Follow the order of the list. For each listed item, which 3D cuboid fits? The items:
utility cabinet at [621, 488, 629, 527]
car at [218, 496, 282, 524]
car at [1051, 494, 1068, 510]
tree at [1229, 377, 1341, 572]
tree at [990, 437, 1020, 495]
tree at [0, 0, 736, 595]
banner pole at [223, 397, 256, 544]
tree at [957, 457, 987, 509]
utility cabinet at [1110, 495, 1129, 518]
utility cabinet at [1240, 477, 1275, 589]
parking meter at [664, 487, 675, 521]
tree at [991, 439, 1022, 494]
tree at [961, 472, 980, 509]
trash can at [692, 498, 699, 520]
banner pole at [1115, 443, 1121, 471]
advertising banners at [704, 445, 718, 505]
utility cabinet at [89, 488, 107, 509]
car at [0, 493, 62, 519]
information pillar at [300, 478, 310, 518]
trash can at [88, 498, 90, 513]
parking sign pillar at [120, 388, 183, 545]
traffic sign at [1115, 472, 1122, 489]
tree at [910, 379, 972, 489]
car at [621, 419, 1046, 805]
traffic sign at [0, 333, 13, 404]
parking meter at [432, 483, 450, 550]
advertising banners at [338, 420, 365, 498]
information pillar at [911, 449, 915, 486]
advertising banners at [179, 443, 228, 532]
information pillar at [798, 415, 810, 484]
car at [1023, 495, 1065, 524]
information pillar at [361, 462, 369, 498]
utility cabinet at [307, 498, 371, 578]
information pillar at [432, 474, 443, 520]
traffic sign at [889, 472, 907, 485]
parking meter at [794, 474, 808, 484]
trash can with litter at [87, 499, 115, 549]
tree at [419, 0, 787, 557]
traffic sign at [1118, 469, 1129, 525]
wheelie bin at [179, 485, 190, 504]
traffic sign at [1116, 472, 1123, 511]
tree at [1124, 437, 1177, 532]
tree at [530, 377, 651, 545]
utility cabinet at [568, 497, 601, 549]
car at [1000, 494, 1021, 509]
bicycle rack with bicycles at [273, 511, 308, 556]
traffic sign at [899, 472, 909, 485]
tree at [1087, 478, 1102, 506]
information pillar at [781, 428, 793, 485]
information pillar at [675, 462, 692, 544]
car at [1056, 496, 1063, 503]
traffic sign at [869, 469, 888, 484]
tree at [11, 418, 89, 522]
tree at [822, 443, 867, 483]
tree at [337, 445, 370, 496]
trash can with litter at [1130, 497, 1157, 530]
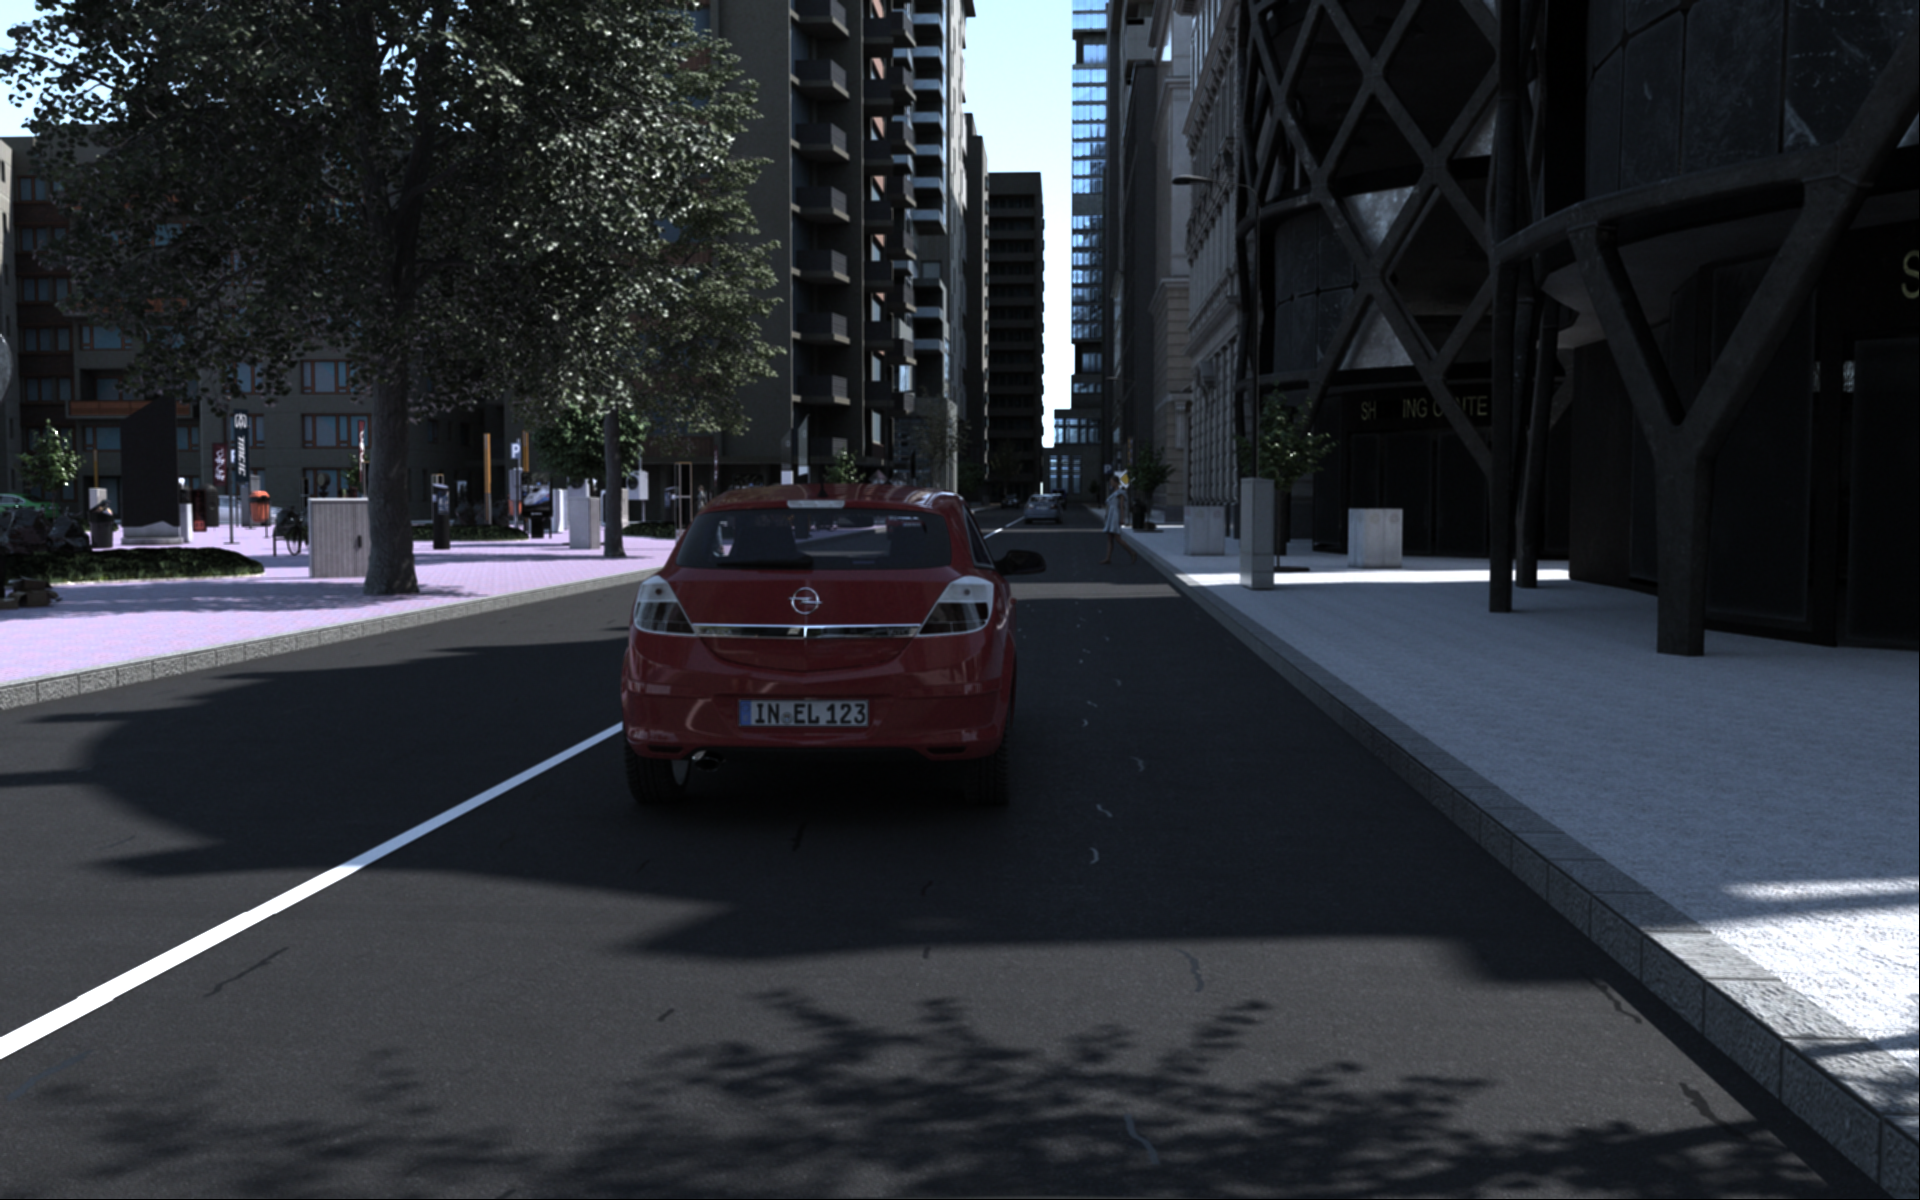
[{"bbox_3d":[-12.378,-3.319,62.943,0.318,1.500,1.173,1,4,9],"label":"utility cabinet"},{"bbox_3d":[-31.280,-3.821,74.836,4.827,1.381,2.083,0,4,4],"label":"car"},{"bbox_3d":[8.946,-9.188,160.010,2.009,1.686,4.222,0,4,3],"label":"car"},{"bbox_3d":[5.235,-2.104,29.000,1.663,3.219,1.824,0,3,0],"label":"tree"},{"bbox_3d":[5.674,-16.513,220.346,4.737,8.622,4.395,0,3,0],"label":"tree"},{"bbox_3d":[-7.303,-7.062,22.123,9.857,13.997,8.962,0,3,0],"label":"tree"},{"bbox_3d":[-18.688,-3.349,44.780,0.401,3.779,0.863,2,4,26],"label":"banner pole"},{"bbox_3d":[0.706,-10.263,151.506,4.285,4.588,4.351,0,3,0],"label":"tree"},{"bbox_3d":[8.631,-5.034,93.475,1.020,1.237,0.306,-1,4,-16],"label":"utility cabinet"},{"bbox_3d":[4.062,-0.914,23.626,0.318,1.500,1.173,0,4,2],"label":"utility cabinet"},{"bbox_3d":[-9.850,-3.086,58.865,0.372,1.533,0.369,0,3,0],"label":"parking meter"},{"bbox_3d":[6.204,-16.914,226.903,4.360,8.622,3.978,0,3,0],"label":"tree"},{"bbox_3d":[1.000,-9.413,148.496,1.663,3.219,1.824,0,3,0],"label":"tree"},{"bbox_3d":[-10.532,-3.425,67.656,0.748,1.137,0.748,0,3,0],"label":"trash can"},{"bbox_3d":[7.697,-5.783,84.571,0.401,3.779,0.863,-1,4,-20],"label":"banner pole"},{"bbox_3d":[-8.930,-4.034,62.138,0.090,3.025,2.074,-1,4,-21],"label":"advertising banners"},{"bbox_3d":[-32.524,-3.469,65.404,0.318,1.500,1.173,-1,4,-11],"label":"utility cabinet"},{"bbox_3d":[-42.755,-4.199,77.448,4.718,1.807,1.959,0,4,3],"label":"car"},{"bbox_3d":[-30.228,-4.616,79.958,0.304,2.012,0.304,-3,5,-41],"label":"information pillar"},{"bbox_3d":[-34.884,-3.571,70.032,0.748,1.137,0.748,0,3,0],"label":"trash can"},{"bbox_3d":[-20.493,-3.385,43.821,1.447,3.967,1.447,-1,4,-21],"label":"parking sign pillar"},{"bbox_3d":[7.271,-4.656,78.251,0.606,2.300,0.079,0,4,4],"label":"traffic sign"},{"bbox_3d":[-1.358,-9.837,111.204,4.360,8.622,3.978,0,3,0],"label":"tree"},{"bbox_3d":[-0.598,-0.028,9.492,2.155,1.783,4.494,0,4,2],"label":"car"},{"bbox_3d":[-7.018,-0.738,12.177,0.768,2.556,0.104,0,4,7],"label":"traffic sign"},{"bbox_3d":[-12.043,-1.944,40.200,0.372,1.533,0.369,0,3,0],"label":"parking meter"},{"bbox_3d":[-14.115,-2.697,40.285,0.090,3.025,2.074,0,4,-2],"label":"advertising banners"},{"bbox_3d":[-2.459,-6.107,91.200,0.183,3.616,0.504,-1,4,-22],"label":"information pillar"},{"bbox_3d":[-25.952,-3.836,58.901,2.074,3.025,0.090,-2,4,-23],"label":"advertising banners"},{"bbox_3d":[-4.625,-3.679,51.505,0.183,3.616,0.504,-3,5,-41],"label":"information pillar"},{"bbox_3d":[4.054,-4.401,83.961,2.014,1.417,4.499,0,4,5],"label":"car"},{"bbox_3d":[-13.363,-2.125,39.234,0.304,2.012,0.304,-2,4,-28],"label":"information pillar"},{"bbox_3d":[-9.464,-0.947,26.646,1.020,1.237,0.306,-2,4,-32],"label":"utility cabinet"},{"bbox_3d":[-19.520,-3.686,64.752,0.304,2.012,0.304,2,4,30],"label":"information pillar"},{"bbox_3d":[-2.794,-4.538,77.833,0.795,2.450,0.064,0,4,4],"label":"traffic sign"},{"bbox_3d":[-4.546,-2.671,49.387,0.399,1.863,0.255,0,4,8],"label":"parking meter"},{"bbox_3d":[-20.518,-1.801,40.838,1.055,1.170,0.624,-1,4,-17],"label":"trash can with litter"},{"bbox_3d":[-7.510,-7.152,35.065,7.486,12.596,7.792,0,3,0],"label":"tree"},{"bbox_3d":[6.629,-4.011,69.222,0.795,2.450,0.064,0,4,4],"label":"traffic sign"},{"bbox_3d":[-27.514,-3.246,60.975,0.693,1.594,0.980,-3,5,-42],"label":"wheelie bin"},{"bbox_3d":[7.129,-4.498,77.192,0.795,2.450,0.064,0,4,4],"label":"traffic sign"},{"bbox_3d":[6.251,-3.910,58.524,1.663,3.219,1.824,0,3,0],"label":"tree"},{"bbox_3d":[-9.392,-3.677,43.837,4.285,4.588,4.351,0,3,0],"label":"tree"},{"bbox_3d":[-8.785,-1.798,40.552,0.306,1.237,1.020,-3,5,-40],"label":"utility cabinet"},{"bbox_3d":[4.868,-9.643,167.447,2.009,1.686,4.222,0,4,3],"label":"car"},{"bbox_3d":[-13.221,-1.434,36.833,2.852,0.926,2.925,0,4,-4],"label":"bicycle rack with bicycles"},{"bbox_3d":[-2.680,-4.863,81.634,0.606,2.300,0.079,1,4,10],"label":"traffic sign"},{"bbox_3d":[14.867,-12.152,193.278,1.663,3.219,1.824,0,3,0],"label":"tree"},{"bbox_3d":[-6.134,-4.294,61.568,0.504,3.616,0.183,2,4,33],"label":"information pillar"},{"bbox_3d":[-6.458,-2.199,40.448,0.304,2.012,0.304,-2,4,-30],"label":"information pillar"},{"bbox_3d":[5.820,-6.325,115.780,2.083,1.381,4.827,0,4,4],"label":"car"},{"bbox_3d":[-3.294,-4.050,69.864,0.795,2.450,0.064,0,4,4],"label":"traffic sign"},{"bbox_3d":[-23.266,-3.028,44.113,1.663,3.219,1.824,0,3,0],"label":"tree"},{"bbox_3d":[-4.222,-4.293,64.789,1.663,3.219,1.824,0,3,0],"label":"tree"},{"bbox_3d":[-23.452,-4.513,68.389,1.663,3.219,1.824,0,3,0],"label":"tree"},{"bbox_3d":[6.630,-3.111,62.258,0.624,1.170,1.055,-3,5,-45],"label":"trash can with litter"}]
